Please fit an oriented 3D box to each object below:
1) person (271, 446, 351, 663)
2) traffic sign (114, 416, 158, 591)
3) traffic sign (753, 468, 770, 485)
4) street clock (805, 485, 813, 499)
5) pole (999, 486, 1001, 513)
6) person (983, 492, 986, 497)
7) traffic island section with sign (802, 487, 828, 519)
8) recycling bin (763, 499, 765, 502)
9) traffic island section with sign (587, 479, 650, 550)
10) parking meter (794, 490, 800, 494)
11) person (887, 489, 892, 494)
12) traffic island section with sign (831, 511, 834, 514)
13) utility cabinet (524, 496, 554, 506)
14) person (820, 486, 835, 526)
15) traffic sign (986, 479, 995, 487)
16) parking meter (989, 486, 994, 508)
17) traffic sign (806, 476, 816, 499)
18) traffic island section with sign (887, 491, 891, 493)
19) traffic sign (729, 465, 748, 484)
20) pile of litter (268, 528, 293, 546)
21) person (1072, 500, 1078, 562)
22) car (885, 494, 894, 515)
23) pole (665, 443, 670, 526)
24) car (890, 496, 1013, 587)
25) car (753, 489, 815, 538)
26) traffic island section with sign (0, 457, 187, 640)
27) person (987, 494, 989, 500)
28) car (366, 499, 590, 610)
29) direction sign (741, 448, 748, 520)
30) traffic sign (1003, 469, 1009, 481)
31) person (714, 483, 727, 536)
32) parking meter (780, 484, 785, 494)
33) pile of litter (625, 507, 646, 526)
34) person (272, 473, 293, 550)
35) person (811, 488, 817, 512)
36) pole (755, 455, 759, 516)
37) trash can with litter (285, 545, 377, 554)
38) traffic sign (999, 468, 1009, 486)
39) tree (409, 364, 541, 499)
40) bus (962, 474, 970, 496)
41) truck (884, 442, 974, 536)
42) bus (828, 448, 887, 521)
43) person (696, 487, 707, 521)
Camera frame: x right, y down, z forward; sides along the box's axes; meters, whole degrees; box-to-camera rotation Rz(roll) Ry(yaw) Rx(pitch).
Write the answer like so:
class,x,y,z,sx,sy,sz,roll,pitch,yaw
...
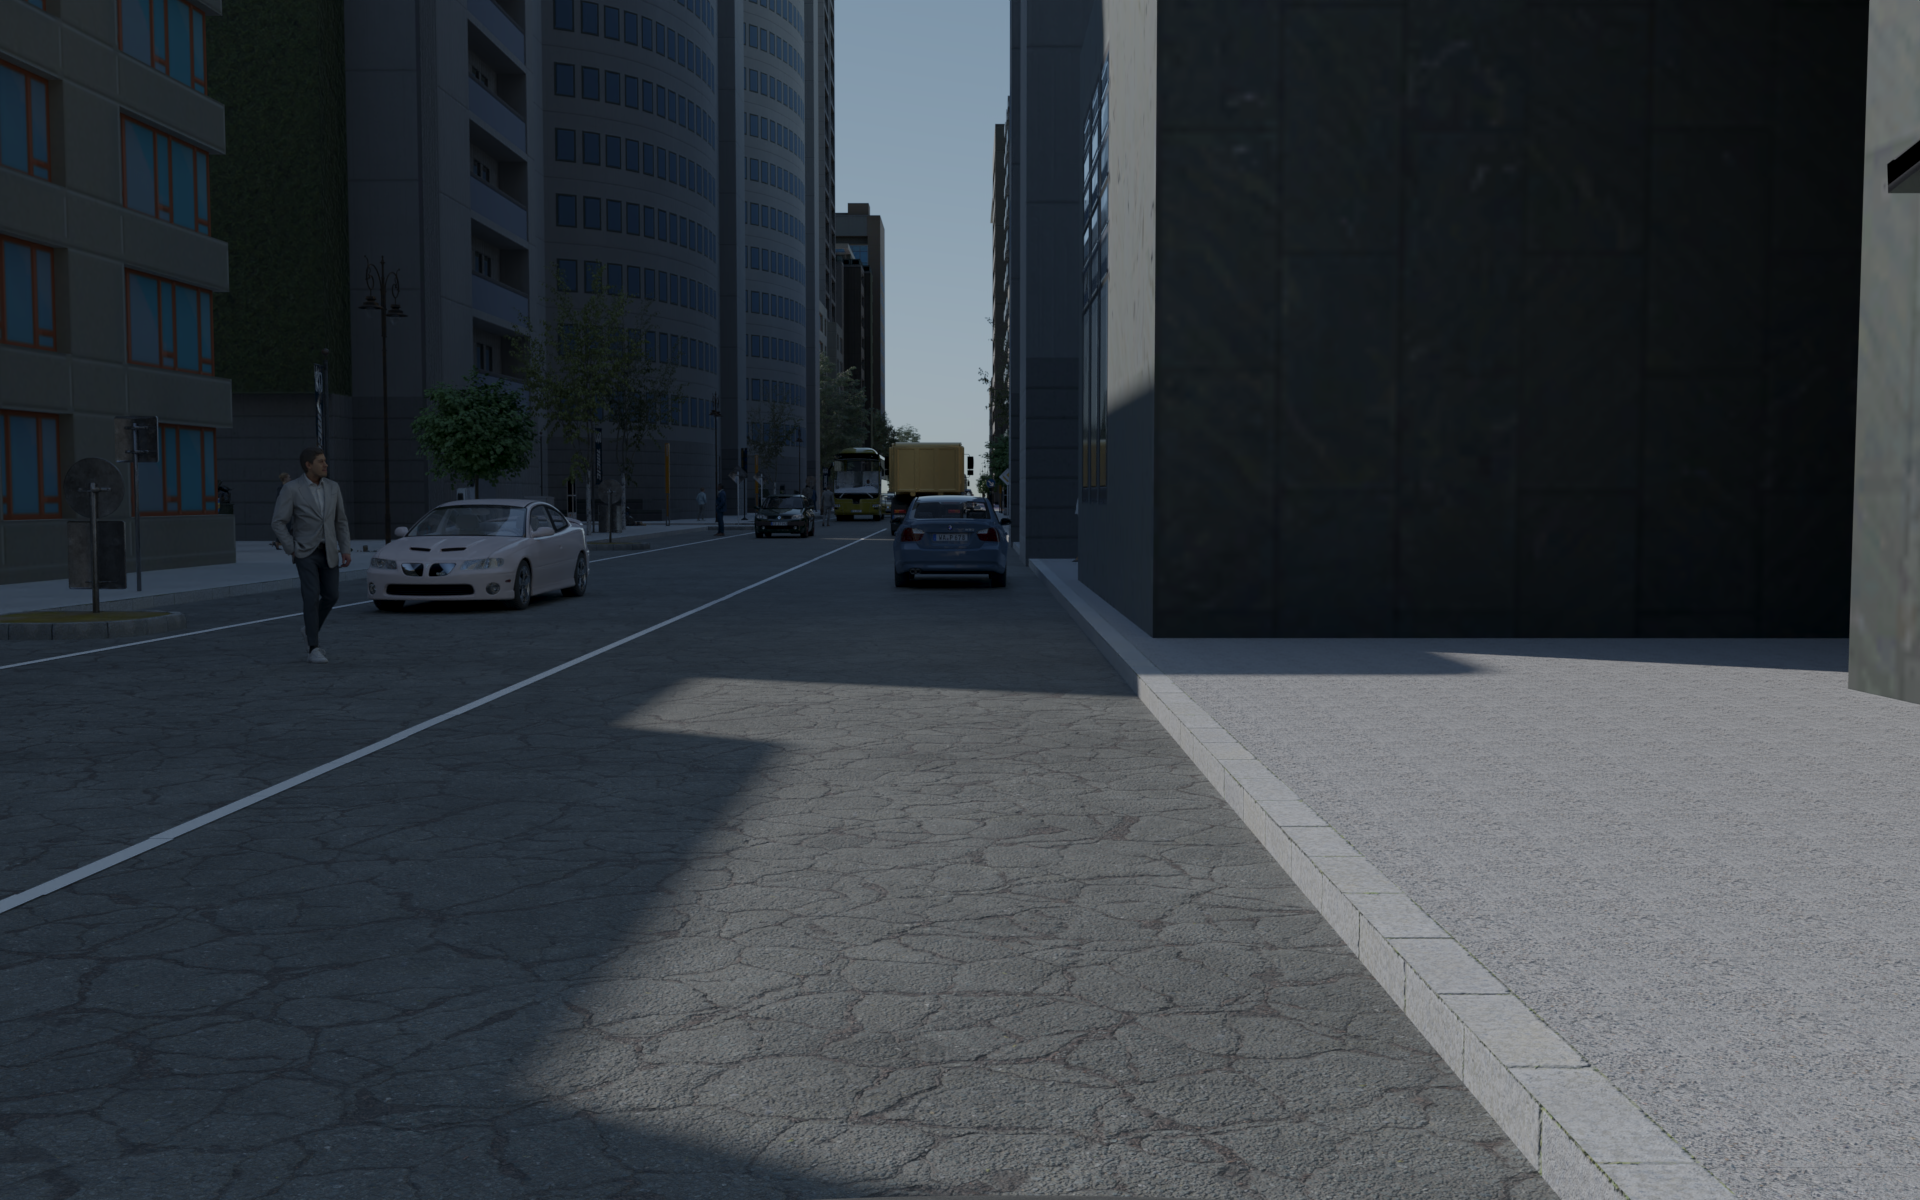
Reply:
class,x,y,z,sx,sy,sz,roll,pitch,yaw
person,-5.599,-0.402,14.913,0.795,1.843,0.661,3,5,44
traffic sign,-10.824,-1.263,22.779,0.606,2.300,0.079,0,4,8
traffic sign,-8.933,-4.632,77.928,0.795,2.593,0.064,0,4,0
street clock,-10.612,-7.170,121.802,0.471,2.002,0.358,0,4,5
pole,2.728,-7.506,116.561,0.158,3.312,0.155,0,3,0
person,3.501,-15.039,252.024,0.705,1.812,1.348,1,4,18
traffic island section with sign,-8.850,-5.644,100.900,1.989,1.847,2.006,0,4,0
recycling bin,-10.563,-5.110,96.103,0.722,1.027,0.722,0,4,-7
traffic island section with sign,-9.122,-2.220,44.920,1.989,1.847,2.006,0,4,0
parking meter,-10.459,-6.265,110.837,0.372,1.533,0.369,0,3,0
person,-5.209,-7.346,128.722,0.709,1.813,0.853,-3,5,-45
traffic island section with sign,-8.736,-7.292,127.854,1.989,1.847,2.006,0,4,0
utility cabinet,-11.973,-2.334,49.316,1.020,1.237,0.306,3,4,39
person,-5.908,-4.197,77.240,0.709,1.813,0.853,0,4,7
traffic sign,2.580,-8.822,144.344,0.768,2.556,0.104,0,4,2
parking meter,2.377,-7.666,131.052,0.255,1.863,0.399,2,4,29
traffic sign,-10.431,-7.400,121.094,0.768,2.556,0.104,1,4,10
traffic island section with sign,-8.378,-11.970,204.334,1.989,1.847,2.006,0,4,0
traffic sign,-8.970,-4.144,69.943,0.795,2.593,0.064,0,4,0
pile of litter,-16.448,-1.801,43.414,1.719,0.858,1.176,1,4,20
person,2.481,-1.645,32.825,0.818,1.842,0.514,-1,4,-21
car,-4.415,-5.928,107.141,2.015,1.641,3.980,0,4,-1
pole,-11.741,-4.629,69.528,0.158,3.312,0.155,0,3,0
car,-0.144,-0.974,27.934,2.014,1.417,4.499,0,3,0
car,-5.826,-2.933,57.741,2.009,1.686,4.222,0,4,0
traffic island section with sign,-9.240,-0.571,17.965,1.989,1.847,2.006,0,4,0
person,3.036,-10.903,184.404,0.705,1.812,1.348,-1,4,-13
car,-6.244,-0.645,22.904,2.083,1.381,4.827,0,4,2
direction sign,-10.572,-5.683,84.918,0.379,3.537,0.876,-2,4,-26
traffic sign,2.124,-4.140,69.871,0.795,2.593,0.064,0,4,0
person,-8.221,-3.109,59.507,0.419,1.800,0.721,-1,4,-17
parking meter,-10.636,-5.999,103.799,0.255,1.863,0.399,0,4,5
pile of litter,-13.338,-3.416,69.814,1.176,0.858,1.719,-2,4,-32
person,-15.531,-2.034,39.723,0.534,1.772,0.576,-1,4,-18
person,-10.475,-7.179,123.598,0.721,1.800,0.419,-1,4,-17
pole,-10.565,-5.881,90.004,0.158,3.312,0.155,0,3,0
trash can with litter,-13.743,-1.651,38.055,2.233,1.210,1.678,-2,4,-29
traffic sign,2.161,-4.628,77.856,0.795,2.593,0.064,0,4,0
tree,-12.254,-3.683,43.934,4.285,4.588,4.351,0,3,0
bus,-0.889,-8.108,127.430,2.948,3.499,13.247,0,4,2
truck,-1.163,-4.125,63.376,3.469,3.379,9.791,0,4,0
bus,-5.438,-6.343,95.253,2.896,3.916,12.252,0,4,-1
person,-12.255,-4.556,82.336,0.589,1.601,0.330,3,4,39
